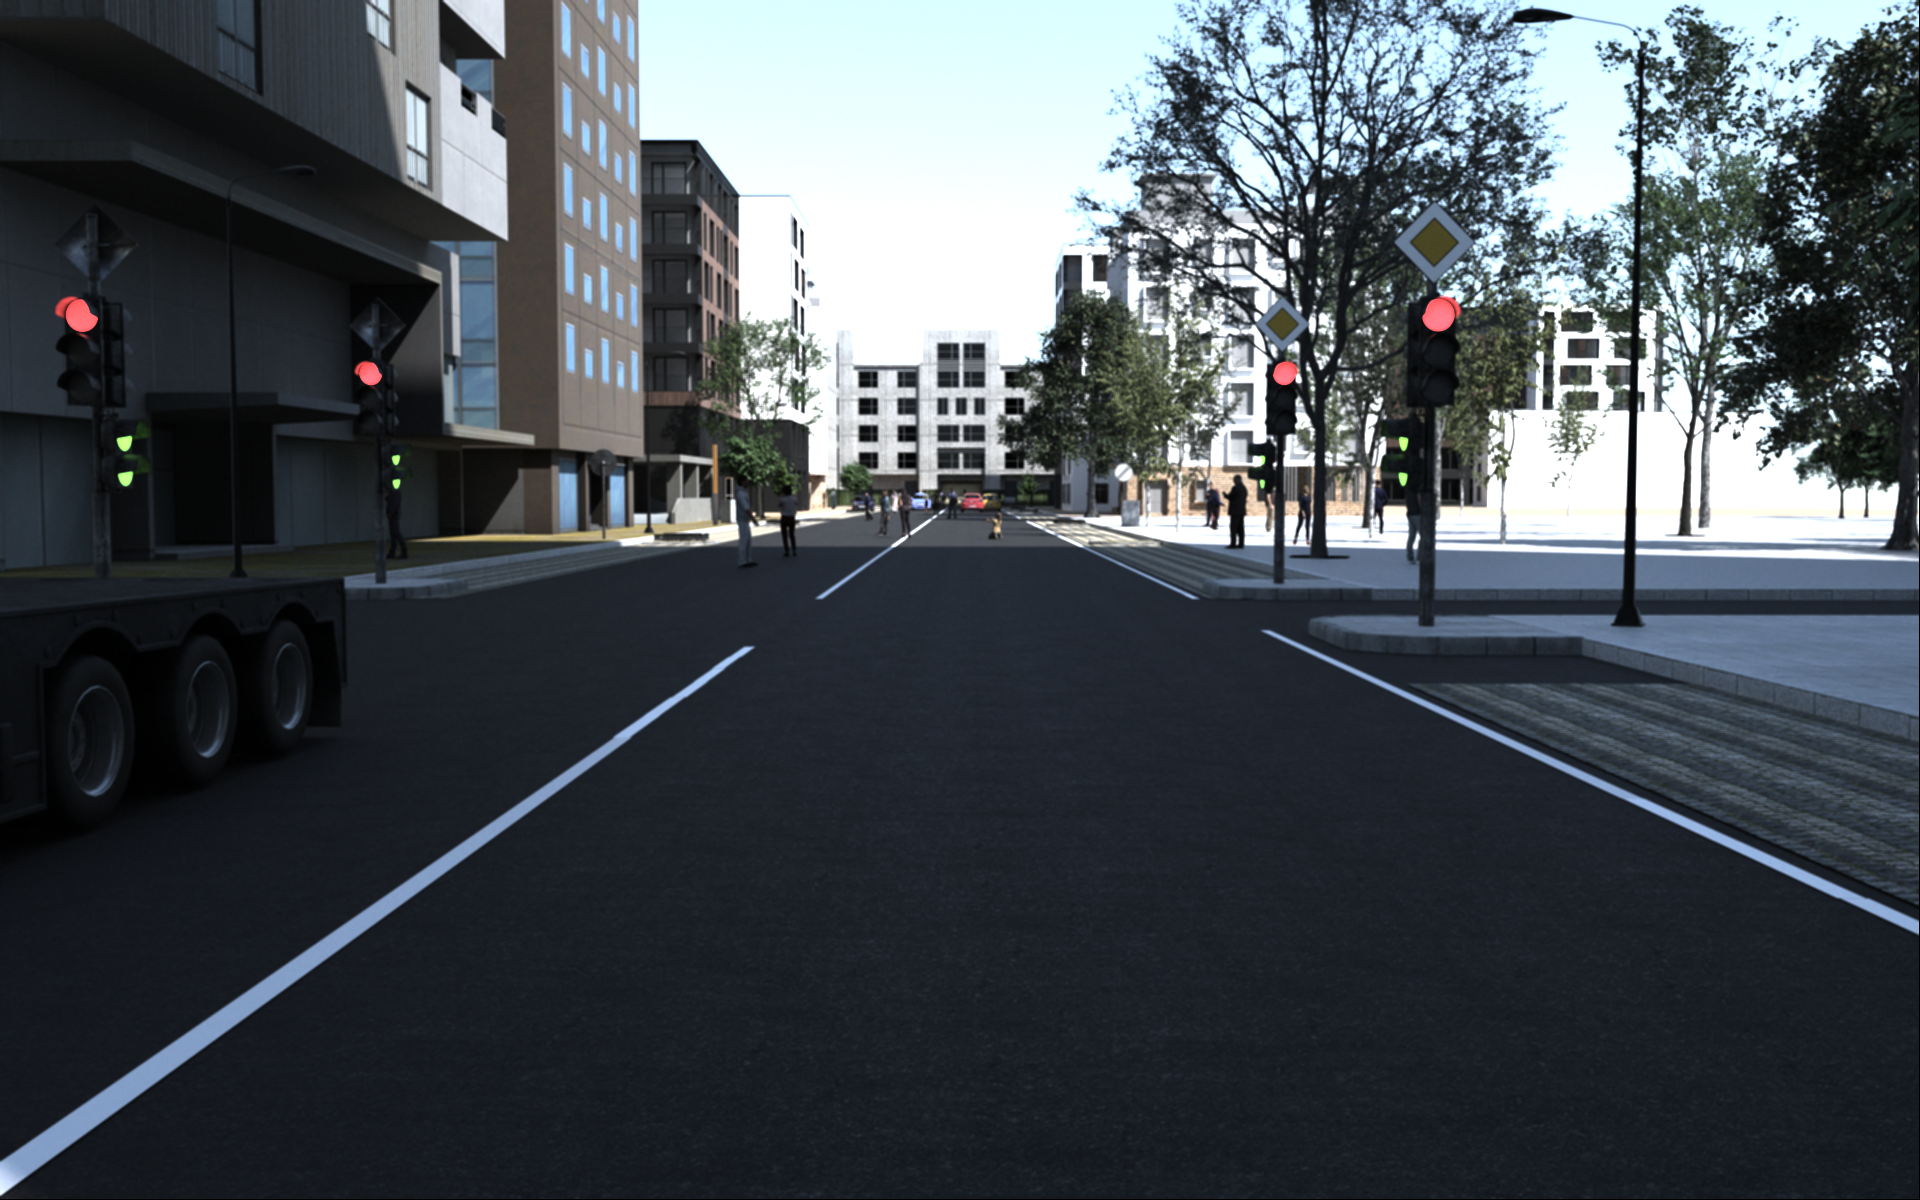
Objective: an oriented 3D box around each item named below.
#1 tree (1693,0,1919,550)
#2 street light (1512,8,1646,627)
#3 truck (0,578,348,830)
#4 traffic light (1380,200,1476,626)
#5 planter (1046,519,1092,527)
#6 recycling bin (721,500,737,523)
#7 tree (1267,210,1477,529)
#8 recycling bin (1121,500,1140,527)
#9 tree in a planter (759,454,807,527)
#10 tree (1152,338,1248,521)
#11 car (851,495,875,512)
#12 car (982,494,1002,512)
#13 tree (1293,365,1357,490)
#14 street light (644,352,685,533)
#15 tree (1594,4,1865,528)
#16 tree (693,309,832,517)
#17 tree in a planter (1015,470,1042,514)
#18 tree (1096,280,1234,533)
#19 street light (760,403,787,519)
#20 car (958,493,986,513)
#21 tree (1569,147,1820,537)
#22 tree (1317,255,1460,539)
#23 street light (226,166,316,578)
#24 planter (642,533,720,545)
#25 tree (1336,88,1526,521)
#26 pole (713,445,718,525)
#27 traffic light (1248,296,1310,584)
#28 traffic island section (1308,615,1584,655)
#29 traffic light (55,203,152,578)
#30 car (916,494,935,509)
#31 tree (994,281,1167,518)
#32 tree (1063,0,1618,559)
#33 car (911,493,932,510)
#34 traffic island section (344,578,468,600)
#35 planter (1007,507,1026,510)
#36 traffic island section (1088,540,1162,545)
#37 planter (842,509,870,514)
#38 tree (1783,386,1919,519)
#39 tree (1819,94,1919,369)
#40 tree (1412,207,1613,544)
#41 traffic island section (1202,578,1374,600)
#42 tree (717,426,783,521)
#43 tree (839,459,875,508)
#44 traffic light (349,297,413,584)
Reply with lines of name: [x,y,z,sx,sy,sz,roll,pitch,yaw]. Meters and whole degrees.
tree: [21.908,-7.496,39.562,9.611,12.733,9.660,0,3,0]
street light: [5.983,-2.703,16.735,1.470,5.913,1.316,0,4,0]
truck: [-4.864,-0.675,0.794,2.967,4.110,18.799,0,4,0]
traffic light: [4.525,-1.702,16.754,0.839,4.253,0.868,0,4,0]
planter: [4.808,-3.399,76.713,1.991,0.319,1.994,0,4,0]
recycling bin: [-10.087,-3.919,76.622,0.722,1.027,0.722,3,5,42]
tree: [15.149,-8.460,64.083,9.928,11.665,9.643,0,3,0]
recycling bin: [6.763,-3.435,68.716,0.722,1.027,0.722,0,4,3]
tree in a planter: [-7.807,-4.857,76.626,1.991,3.239,1.994,0,4,0]
tree: [11.382,-7.986,80.930,4.360,8.622,3.978,0,3,0]
car: [-7.791,-7.775,139.701,1.945,1.354,3.894,0,4,0]
car: [2.470,-8.035,141.594,2.015,1.641,3.980,0,4,1]
tree: [20.026,-8.865,95.299,4.737,8.622,4.395,0,3,0]
street light: [-9.664,-5.144,56.645,1.470,5.913,1.316,0,4,0]
tree: [28.883,-12.803,65.218,12.611,20.169,13.585,0,3,0]
tree: [-11.151,-10.447,96.561,9.928,11.665,9.643,0,3,0]
tree in a planter: [5.004,-7.923,126.763,1.991,3.239,1.994,0,4,0]
tree: [7.017,-6.523,57.011,4.737,8.622,4.395,0,3,0]
street light: [-9.557,-7.104,88.694,1.470,5.913,1.316,0,4,0]
car: [0.953,-7.712,135.124,2.155,1.783,4.494,0,3,0]
tree: [22.131,-7.732,52.175,9.928,11.665,9.643,0,3,0]
tree: [12.044,-6.089,49.913,4.360,8.622,3.978,0,3,0]
street light: [-9.816,-3.188,24.672,1.470,5.913,1.316,0,4,0]
planter: [-7.922,-1.738,49.553,1.991,0.319,1.994,0,4,0]
tree: [23.720,-13.836,82.100,12.611,20.169,13.585,0,3,0]
pole: [-10.099,-4.745,71.424,0.158,3.312,0.155,0,3,0]
traffic light: [4.557,-2.191,24.739,0.839,4.253,0.868,0,4,0]
traffic island section: [4.565,0.331,16.868,2.009,0.180,2.903,0,4,0]
traffic light: [-8.337,-1.705,16.790,0.839,4.253,0.868,0,4,0]
car: [-3.368,-9.649,169.560,2.131,1.459,4.920,0,4,0]
tree: [7.062,-10.794,93.484,9.611,12.733,9.660,0,3,0]
tree: [7.123,-7.572,34.165,12.009,13.543,11.850,0,3,0]
car: [-3.413,-8.819,153.787,1.945,1.707,3.694,0,4,2]
traffic island section: [-8.344,-0.161,24.910,2.009,0.180,2.903,0,4,0]
planter: [5.129,-8.114,153.796,1.991,0.319,1.994,0,4,0]
traffic island section: [4.688,-1.630,49.517,1.991,0.108,1.994,0,4,0]
planter: [-7.611,-6.457,126.708,1.991,0.319,1.994,0,4,0]
tree: [47.600,-7.623,87.539,11.467,7.101,20.602,0,4,-4]
tree: [6.842,-1.607,9.985,4.285,4.588,4.351,0,3,0]
tree: [13.593,-5.720,43.877,4.737,8.622,4.395,0,3,0]
traffic island section: [4.597,-0.157,24.853,2.009,0.180,2.903,0,4,0]
tree: [-10.204,-6.162,84.460,4.285,4.588,4.351,0,3,0]
tree: [-10.191,-11.442,170.795,4.285,4.588,4.351,0,3,0]
traffic light: [-8.304,-2.193,24.775,0.839,4.253,0.868,0,4,0]
